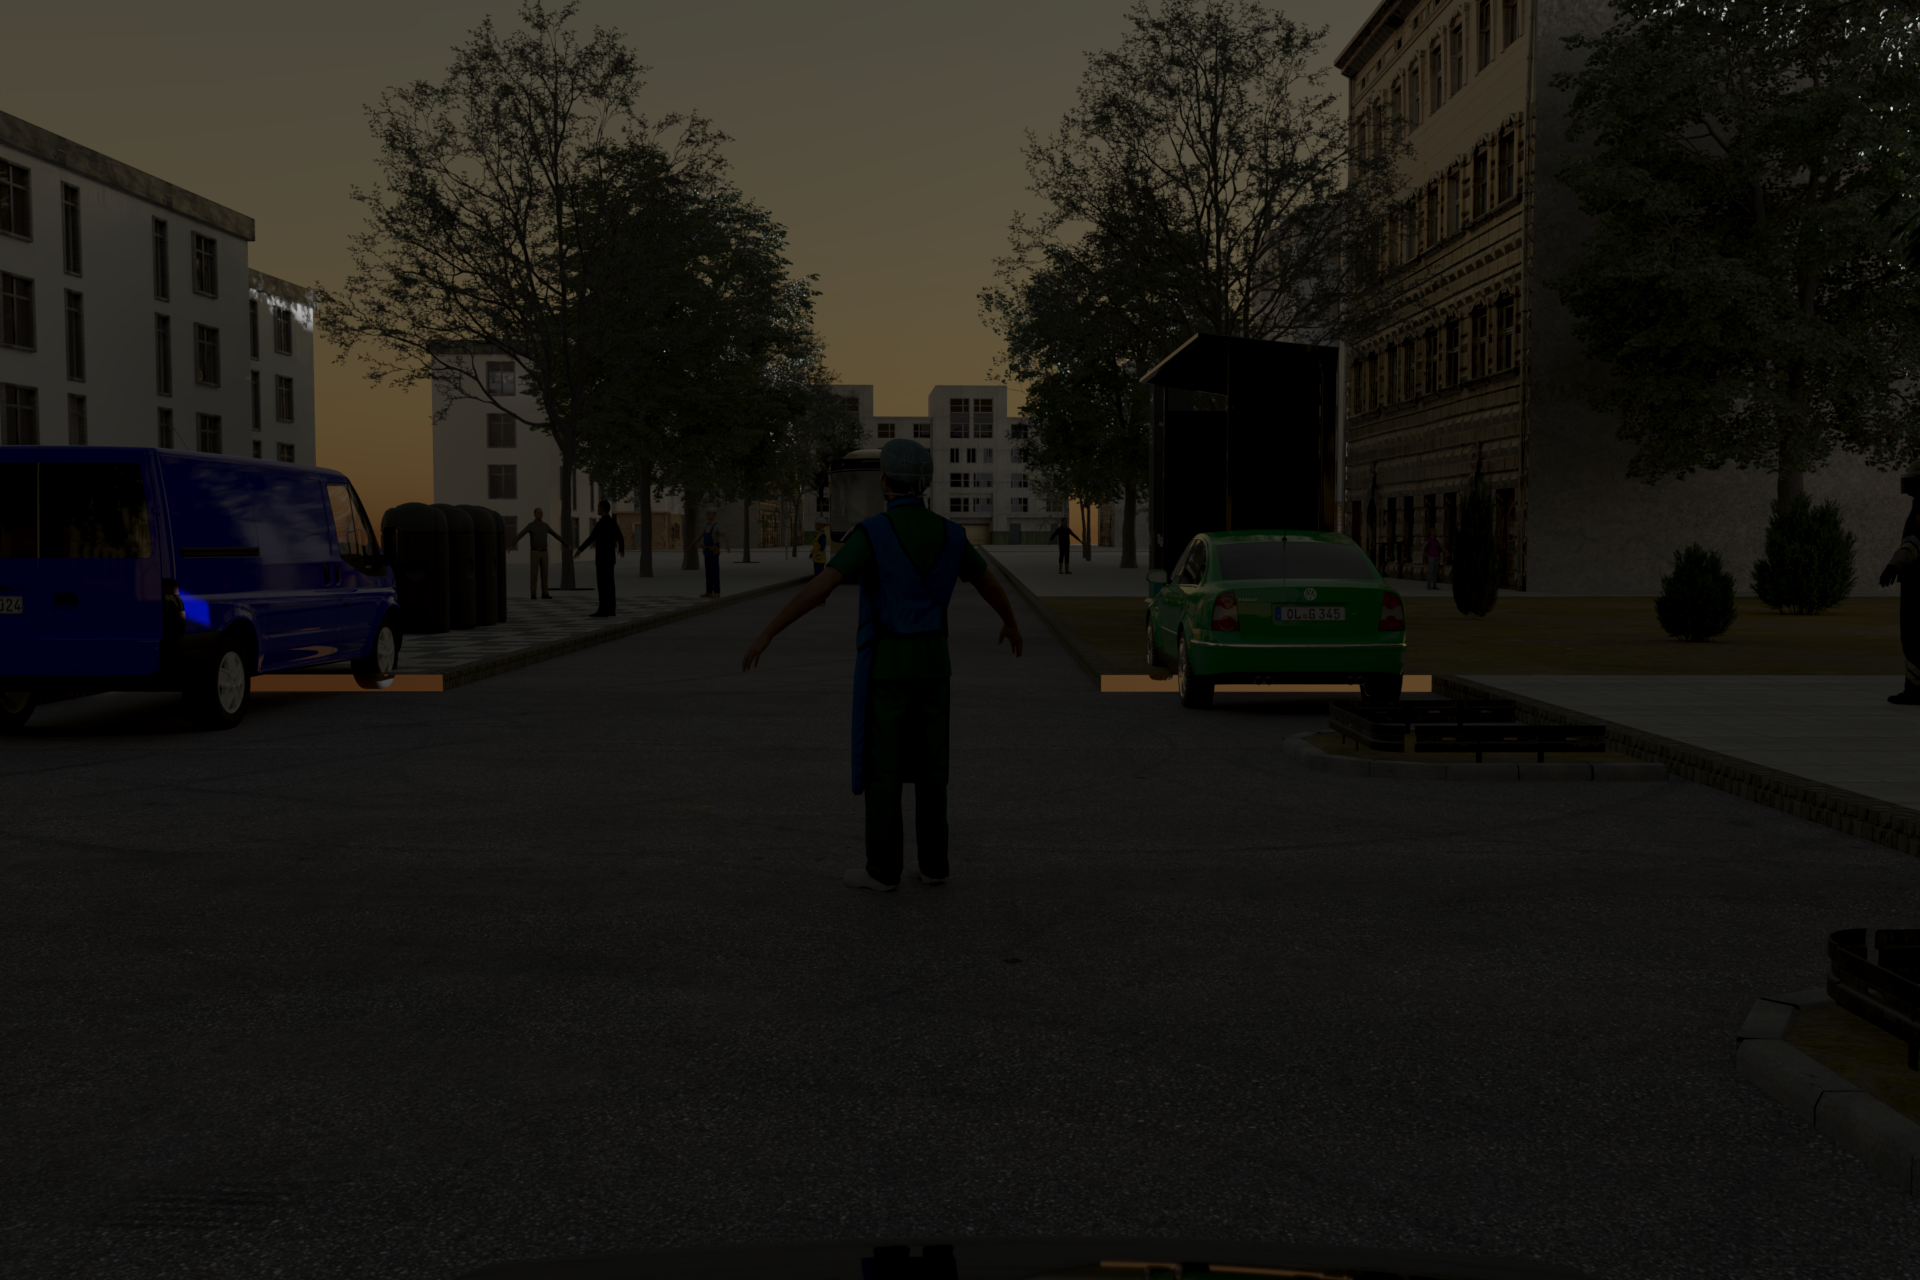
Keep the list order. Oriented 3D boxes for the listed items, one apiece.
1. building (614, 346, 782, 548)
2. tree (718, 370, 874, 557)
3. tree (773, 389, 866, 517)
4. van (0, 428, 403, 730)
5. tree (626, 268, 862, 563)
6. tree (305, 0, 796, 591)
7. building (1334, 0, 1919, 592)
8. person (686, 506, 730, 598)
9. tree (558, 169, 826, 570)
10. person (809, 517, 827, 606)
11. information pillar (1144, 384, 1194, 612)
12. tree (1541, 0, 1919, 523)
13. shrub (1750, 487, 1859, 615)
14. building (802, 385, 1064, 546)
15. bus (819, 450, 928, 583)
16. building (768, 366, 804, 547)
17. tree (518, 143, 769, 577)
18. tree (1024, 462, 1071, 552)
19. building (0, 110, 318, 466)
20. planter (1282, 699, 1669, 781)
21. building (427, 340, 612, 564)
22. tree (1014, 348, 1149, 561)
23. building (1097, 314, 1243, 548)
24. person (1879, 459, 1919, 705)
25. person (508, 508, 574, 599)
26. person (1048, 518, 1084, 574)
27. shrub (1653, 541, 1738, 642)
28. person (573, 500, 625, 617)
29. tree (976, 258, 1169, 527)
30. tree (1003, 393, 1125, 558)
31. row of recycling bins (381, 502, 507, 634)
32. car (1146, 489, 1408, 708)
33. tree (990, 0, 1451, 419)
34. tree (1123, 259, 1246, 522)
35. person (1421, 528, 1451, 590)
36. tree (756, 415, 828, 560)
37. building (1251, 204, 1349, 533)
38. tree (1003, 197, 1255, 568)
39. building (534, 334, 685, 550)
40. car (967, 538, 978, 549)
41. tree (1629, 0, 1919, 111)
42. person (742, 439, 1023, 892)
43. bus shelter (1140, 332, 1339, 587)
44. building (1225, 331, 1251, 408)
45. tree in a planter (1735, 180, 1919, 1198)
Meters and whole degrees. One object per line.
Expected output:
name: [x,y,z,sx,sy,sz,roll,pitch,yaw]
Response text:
building: [-27.266,-20.361,163.837,19.493,23.208,18.063,0,3,0]
tree: [-9.092,-9.804,94.711,8.767,10.594,7.601,-1,4,-9]
tree: [-8.657,-10.773,110.547,7.601,10.594,8.767,-1,4,-11]
van: [-6.260,-0.609,14.348,2.240,2.365,5.245,0,4,0]
tree: [-9.433,-10.172,76.690,12.009,13.543,11.850,0,3,0]
tree: [-8.977,-7.882,39.246,12.009,13.543,11.850,0,3,0]
building: [21.694,-13.194,46.658,19.493,23.208,18.063,0,3,0]
person: [-5.032,-1.781,34.976,1.347,1.847,0.705,3,5,43]
tree: [-9.561,-9.487,61.765,9.857,13.997,8.962,0,3,0]
person: [-2.870,-1.563,34.476,0.721,1.772,1.216,-1,4,-12]
information pillar: [3.437,-2.378,28.251,0.750,3.857,0.750,0,4,-2]
tree: [15.942,-7.732,33.081,9.857,13.997,8.962,0,3,0]
shrub: [13.425,-1.415,27.557,1.690,2.028,1.600,0,3,0]
building: [-3.451,-21.000,212.263,31.486,18.905,16.747,0,4,-4]
bus: [-2.422,-3.825,54.084,2.896,3.916,12.252,0,4,0]
building: [-26.582,-21.510,182.616,19.493,23.208,18.063,0,4,0]
tree: [-9.746,-8.146,51.321,7.486,12.596,7.792,0,3,0]
tree: [6.766,-10.411,120.577,4.737,8.622,4.395,0,3,0]
building: [-23.296,-6.371,46.313,9.099,9.664,28.070,0,4,1]
planter: [3.121,0.617,11.051,1.991,0.319,1.994,0,4,0]
building: [-22.335,-8.982,89.002,9.099,9.664,28.070,0,4,0]
tree: [6.341,-9.041,82.225,8.767,10.594,7.601,3,4,38]
building: [23.875,-20.952,173.490,19.493,23.208,18.063,0,3,0]
person: [7.233,-0.442,13.096,0.704,1.845,1.351,3,5,40]
person: [-8.277,-1.702,34.097,1.348,1.796,0.705,-2,4,-35]
person: [3.370,-3.029,55.669,1.346,1.812,0.704,-2,4,-29]
shrub: [8.768,-0.582,20.633,1.383,1.207,1.383,0,3,0]
person: [-5.541,-1.266,26.922,0.704,1.802,1.346,1,4,21]
tree: [7.100,-15.392,107.550,12.611,20.169,13.585,0,3,0]
tree: [6.696,-9.679,92.671,8.767,10.594,7.601,0,4,-5]
row of recycling bins: [-7.012,-1.023,23.841,1.069,1.692,3.534,0,4,1]
car: [2.721,-0.418,15.624,1.959,1.807,4.718,0,4,0]
tree: [5.722,-7.757,37.195,12.009,13.543,11.850,0,3,0]
tree: [6.082,-5.910,46.986,4.360,8.622,3.978,0,3,0]
person: [10.919,-1.867,39.791,0.991,1.433,0.599,-2,4,-35]
tree: [-8.727,-8.367,87.167,4.737,8.622,4.395,0,3,0]
building: [22.078,-14.906,100.128,16.016,20.090,11.380,0,3,0]
tree: [6.412,-9.692,65.124,9.857,13.997,8.962,0,3,0]
building: [-28.500,-17.391,140.767,16.016,20.090,11.380,0,4,1]
car: [-0.257,-3.398,68.140,1.945,1.354,3.894,0,3,0]
tree: [9.239,-6.223,12.110,12.009,13.543,11.850,0,3,0]
person: [-0.245,0.094,7.050,1.347,1.817,0.704,-2,4,-35]
bus shelter: [3.611,-1.959,23.316,1.731,3.624,6.357,0,4,0]
building: [25.244,-18.374,156.829,16.016,20.090,11.380,0,4,1]
tree in a planter: [3.057,-0.422,4.127,1.991,3.239,1.994,0,4,0]
